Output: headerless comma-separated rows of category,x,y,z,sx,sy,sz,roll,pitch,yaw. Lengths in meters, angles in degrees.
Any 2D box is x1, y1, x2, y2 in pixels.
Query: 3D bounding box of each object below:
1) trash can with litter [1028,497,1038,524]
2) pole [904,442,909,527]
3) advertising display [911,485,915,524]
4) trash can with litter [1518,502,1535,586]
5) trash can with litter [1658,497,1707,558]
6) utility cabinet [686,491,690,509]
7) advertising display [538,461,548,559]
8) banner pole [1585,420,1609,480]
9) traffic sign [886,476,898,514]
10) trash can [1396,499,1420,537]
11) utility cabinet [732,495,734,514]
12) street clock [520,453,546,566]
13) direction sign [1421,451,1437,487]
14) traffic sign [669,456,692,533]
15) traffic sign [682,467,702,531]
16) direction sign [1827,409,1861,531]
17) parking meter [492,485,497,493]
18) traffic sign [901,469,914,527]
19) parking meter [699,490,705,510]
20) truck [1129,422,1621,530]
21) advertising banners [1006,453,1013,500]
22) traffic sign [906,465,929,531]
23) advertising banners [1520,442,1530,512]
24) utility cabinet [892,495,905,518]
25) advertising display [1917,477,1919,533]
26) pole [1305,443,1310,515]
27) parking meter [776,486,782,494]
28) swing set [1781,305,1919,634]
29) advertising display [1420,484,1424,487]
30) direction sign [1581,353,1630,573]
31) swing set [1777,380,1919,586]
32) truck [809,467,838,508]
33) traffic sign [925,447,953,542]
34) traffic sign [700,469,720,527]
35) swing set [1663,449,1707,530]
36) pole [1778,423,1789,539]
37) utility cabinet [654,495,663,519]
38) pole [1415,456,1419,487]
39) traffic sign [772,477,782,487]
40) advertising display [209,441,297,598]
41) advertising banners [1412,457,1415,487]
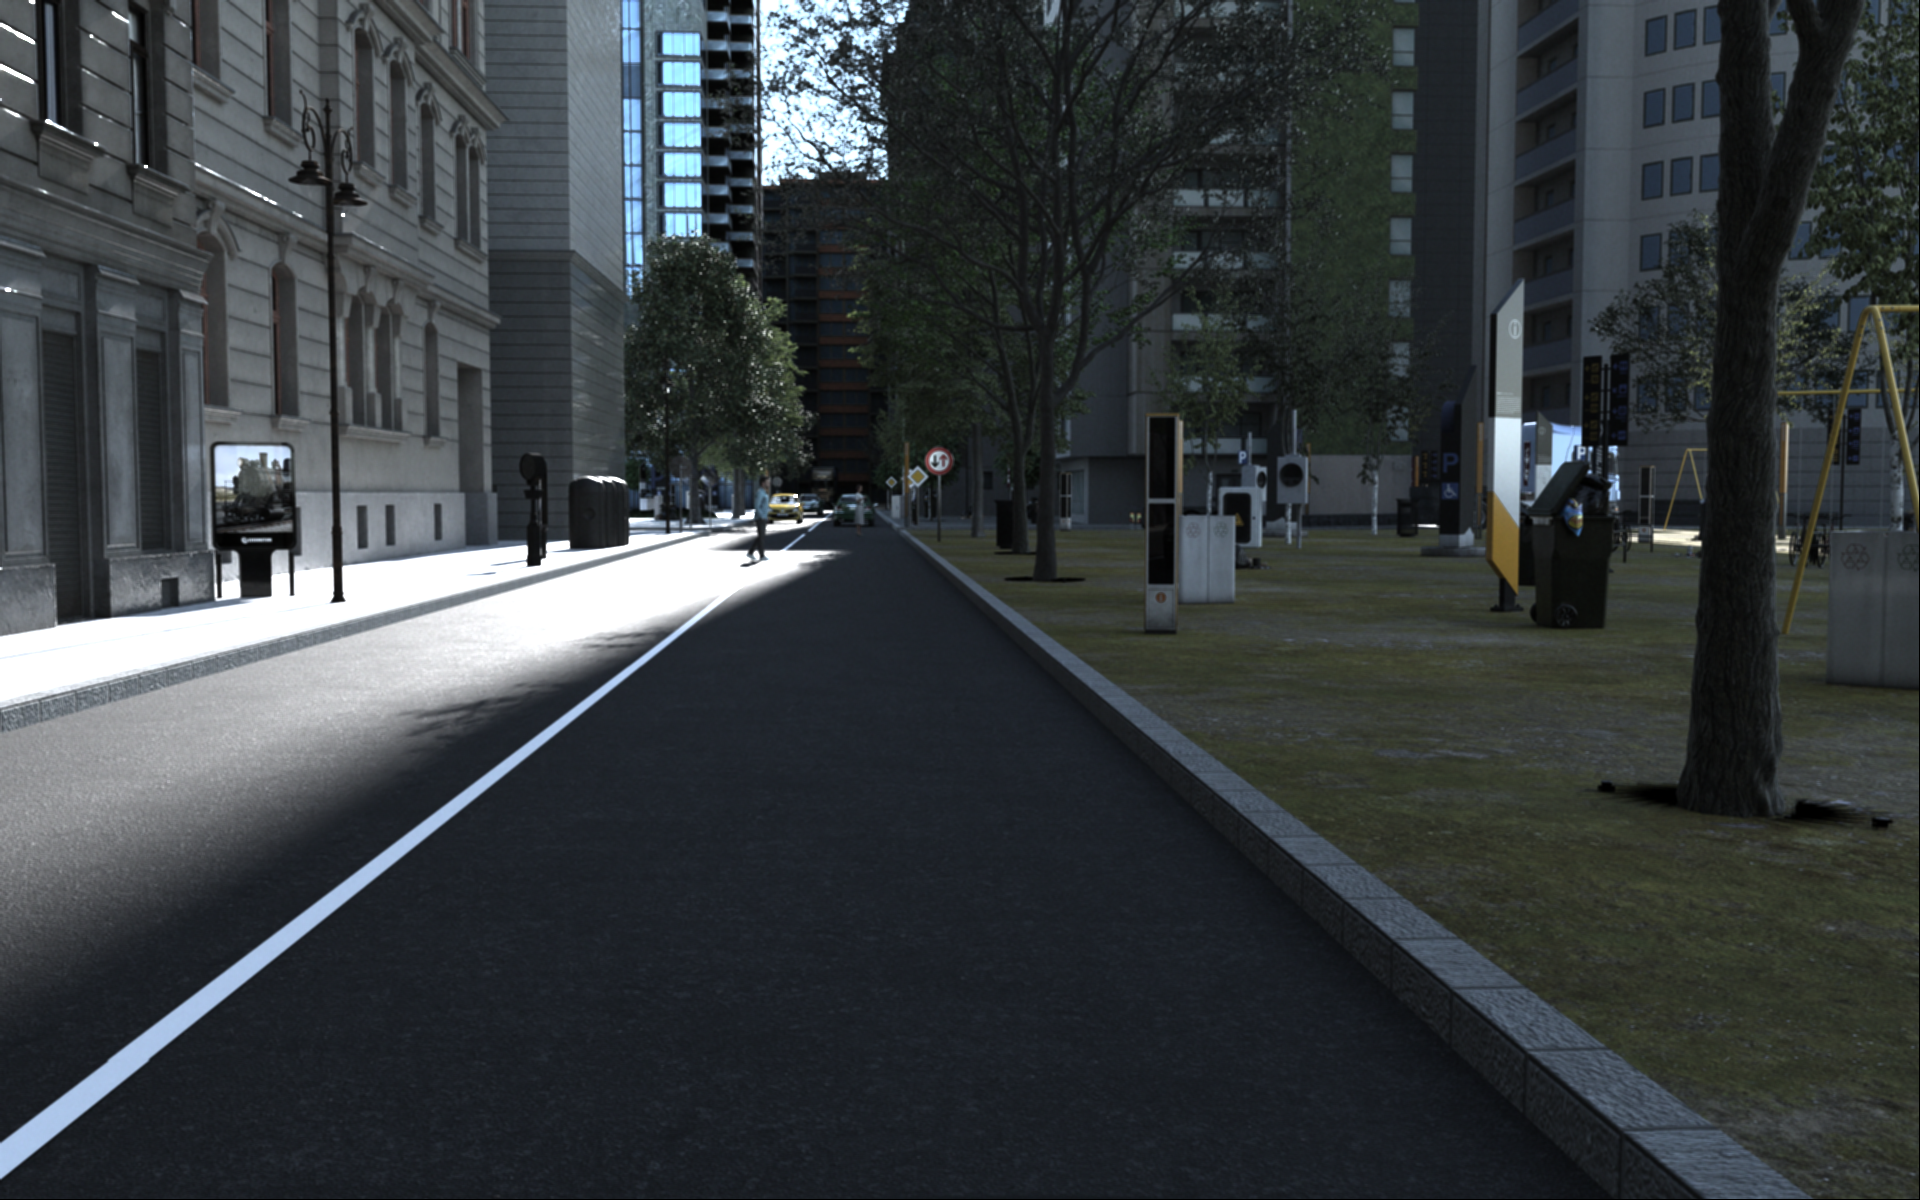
trash can with litter,3.500,-3.877,74.781,1.055,1.170,0.624,-2,4,-24
pole,-2.086,-4.537,68.028,0.158,3.312,0.155,0,3,0
advertising display,-1.930,-4.189,73.711,0.123,1.923,0.974,-1,4,-13
trash can with litter,8.242,-0.789,24.293,1.055,1.170,0.624,2,4,32
trash can with litter,15.077,-1.483,35.313,1.678,1.210,2.233,2,4,26
utility cabinet,-17.344,-6.344,112.410,0.318,1.500,1.173,2,4,24
advertising display,-8.350,-1.801,34.664,0.123,1.923,0.974,-1,4,-17
banner pole,18.884,-3.764,51.563,0.863,3.779,0.401,2,4,32
traffic sign,-4.353,-6.666,110.181,0.795,2.450,0.064,0,4,2
trash can,13.418,-2.462,51.912,0.748,1.137,0.748,0,3,0
utility cabinet,-13.156,-5.589,102.540,0.306,1.237,1.020,1,4,19
street clock,-7.602,-1.608,30.856,0.471,2.002,0.358,3,5,40
direction sign,24.572,-6.041,90.763,0.876,3.537,0.379,-1,4,-11
traffic sign,-9.257,-3.503,57.387,0.768,2.556,0.104,0,4,5
traffic sign,-9.300,-3.435,59.802,0.795,2.450,0.064,0,4,-3
direction sign,23.577,-3.319,46.265,0.379,3.537,0.876,-3,4,-36
parking meter,-12.738,-2.357,46.942,0.372,1.533,0.369,0,3,0
traffic sign,-1.945,-3.950,68.219,0.795,2.450,0.064,0,4,-3
parking meter,-15.813,-5.975,106.096,0.372,1.533,0.369,0,3,0
truck,15.799,-4.577,64.588,18.799,4.110,2.967,0,4,-5
advertising banners,2.312,-4.785,74.419,0.090,3.025,2.074,1,4,20
traffic sign,-1.468,-3.462,60.248,0.795,2.450,0.064,0,4,-3
advertising banners,18.911,-3.825,58.729,0.090,3.025,2.074,0,4,-3
utility cabinet,-3.302,-4.957,92.213,0.306,1.237,1.020,-2,4,-28
advertising display,26.974,-2.623,48.094,0.974,1.923,0.123,-1,4,-15
pole,13.926,-4.619,69.356,0.158,3.312,0.155,0,3,0
parking meter,-13.224,-7.383,126.420,0.399,1.863,0.255,3,5,44
swing set,9.063,-1.025,14.377,3.119,2.851,2.862,0,4,1
advertising display,30.921,-6.777,116.016,0.123,1.923,0.974,0,4,8
direction sign,10.530,-2.221,28.314,0.379,3.537,0.876,-2,4,-32
swing set,13.569,-1.732,25.940,3.119,2.851,2.862,2,4,25
truck,-14.267,-11.823,182.226,2.839,4.237,11.283,0,4,-2
traffic sign,-0.559,-2.840,46.532,0.768,2.556,0.104,0,4,-2
traffic sign,-9.777,-3.922,67.773,0.795,2.450,0.064,0,4,-3
swing set,26.421,-3.819,60.069,3.119,2.851,2.862,-1,4,-8
pole,23.547,-3.405,49.523,0.158,3.312,0.155,0,3,0
utility cabinet,-15.557,-4.781,89.336,0.306,1.237,1.020,0,4,0
pole,24.462,-6.051,92.773,0.158,3.312,0.155,0,3,0
traffic sign,-13.439,-7.785,127.384,0.768,2.556,0.104,0,4,6
advertising display,-8.765,-0.996,21.504,0.974,1.923,0.123,-2,4,-32
advertising banners,21.768,-5.187,80.998,2.074,3.025,0.090,1,4,15
